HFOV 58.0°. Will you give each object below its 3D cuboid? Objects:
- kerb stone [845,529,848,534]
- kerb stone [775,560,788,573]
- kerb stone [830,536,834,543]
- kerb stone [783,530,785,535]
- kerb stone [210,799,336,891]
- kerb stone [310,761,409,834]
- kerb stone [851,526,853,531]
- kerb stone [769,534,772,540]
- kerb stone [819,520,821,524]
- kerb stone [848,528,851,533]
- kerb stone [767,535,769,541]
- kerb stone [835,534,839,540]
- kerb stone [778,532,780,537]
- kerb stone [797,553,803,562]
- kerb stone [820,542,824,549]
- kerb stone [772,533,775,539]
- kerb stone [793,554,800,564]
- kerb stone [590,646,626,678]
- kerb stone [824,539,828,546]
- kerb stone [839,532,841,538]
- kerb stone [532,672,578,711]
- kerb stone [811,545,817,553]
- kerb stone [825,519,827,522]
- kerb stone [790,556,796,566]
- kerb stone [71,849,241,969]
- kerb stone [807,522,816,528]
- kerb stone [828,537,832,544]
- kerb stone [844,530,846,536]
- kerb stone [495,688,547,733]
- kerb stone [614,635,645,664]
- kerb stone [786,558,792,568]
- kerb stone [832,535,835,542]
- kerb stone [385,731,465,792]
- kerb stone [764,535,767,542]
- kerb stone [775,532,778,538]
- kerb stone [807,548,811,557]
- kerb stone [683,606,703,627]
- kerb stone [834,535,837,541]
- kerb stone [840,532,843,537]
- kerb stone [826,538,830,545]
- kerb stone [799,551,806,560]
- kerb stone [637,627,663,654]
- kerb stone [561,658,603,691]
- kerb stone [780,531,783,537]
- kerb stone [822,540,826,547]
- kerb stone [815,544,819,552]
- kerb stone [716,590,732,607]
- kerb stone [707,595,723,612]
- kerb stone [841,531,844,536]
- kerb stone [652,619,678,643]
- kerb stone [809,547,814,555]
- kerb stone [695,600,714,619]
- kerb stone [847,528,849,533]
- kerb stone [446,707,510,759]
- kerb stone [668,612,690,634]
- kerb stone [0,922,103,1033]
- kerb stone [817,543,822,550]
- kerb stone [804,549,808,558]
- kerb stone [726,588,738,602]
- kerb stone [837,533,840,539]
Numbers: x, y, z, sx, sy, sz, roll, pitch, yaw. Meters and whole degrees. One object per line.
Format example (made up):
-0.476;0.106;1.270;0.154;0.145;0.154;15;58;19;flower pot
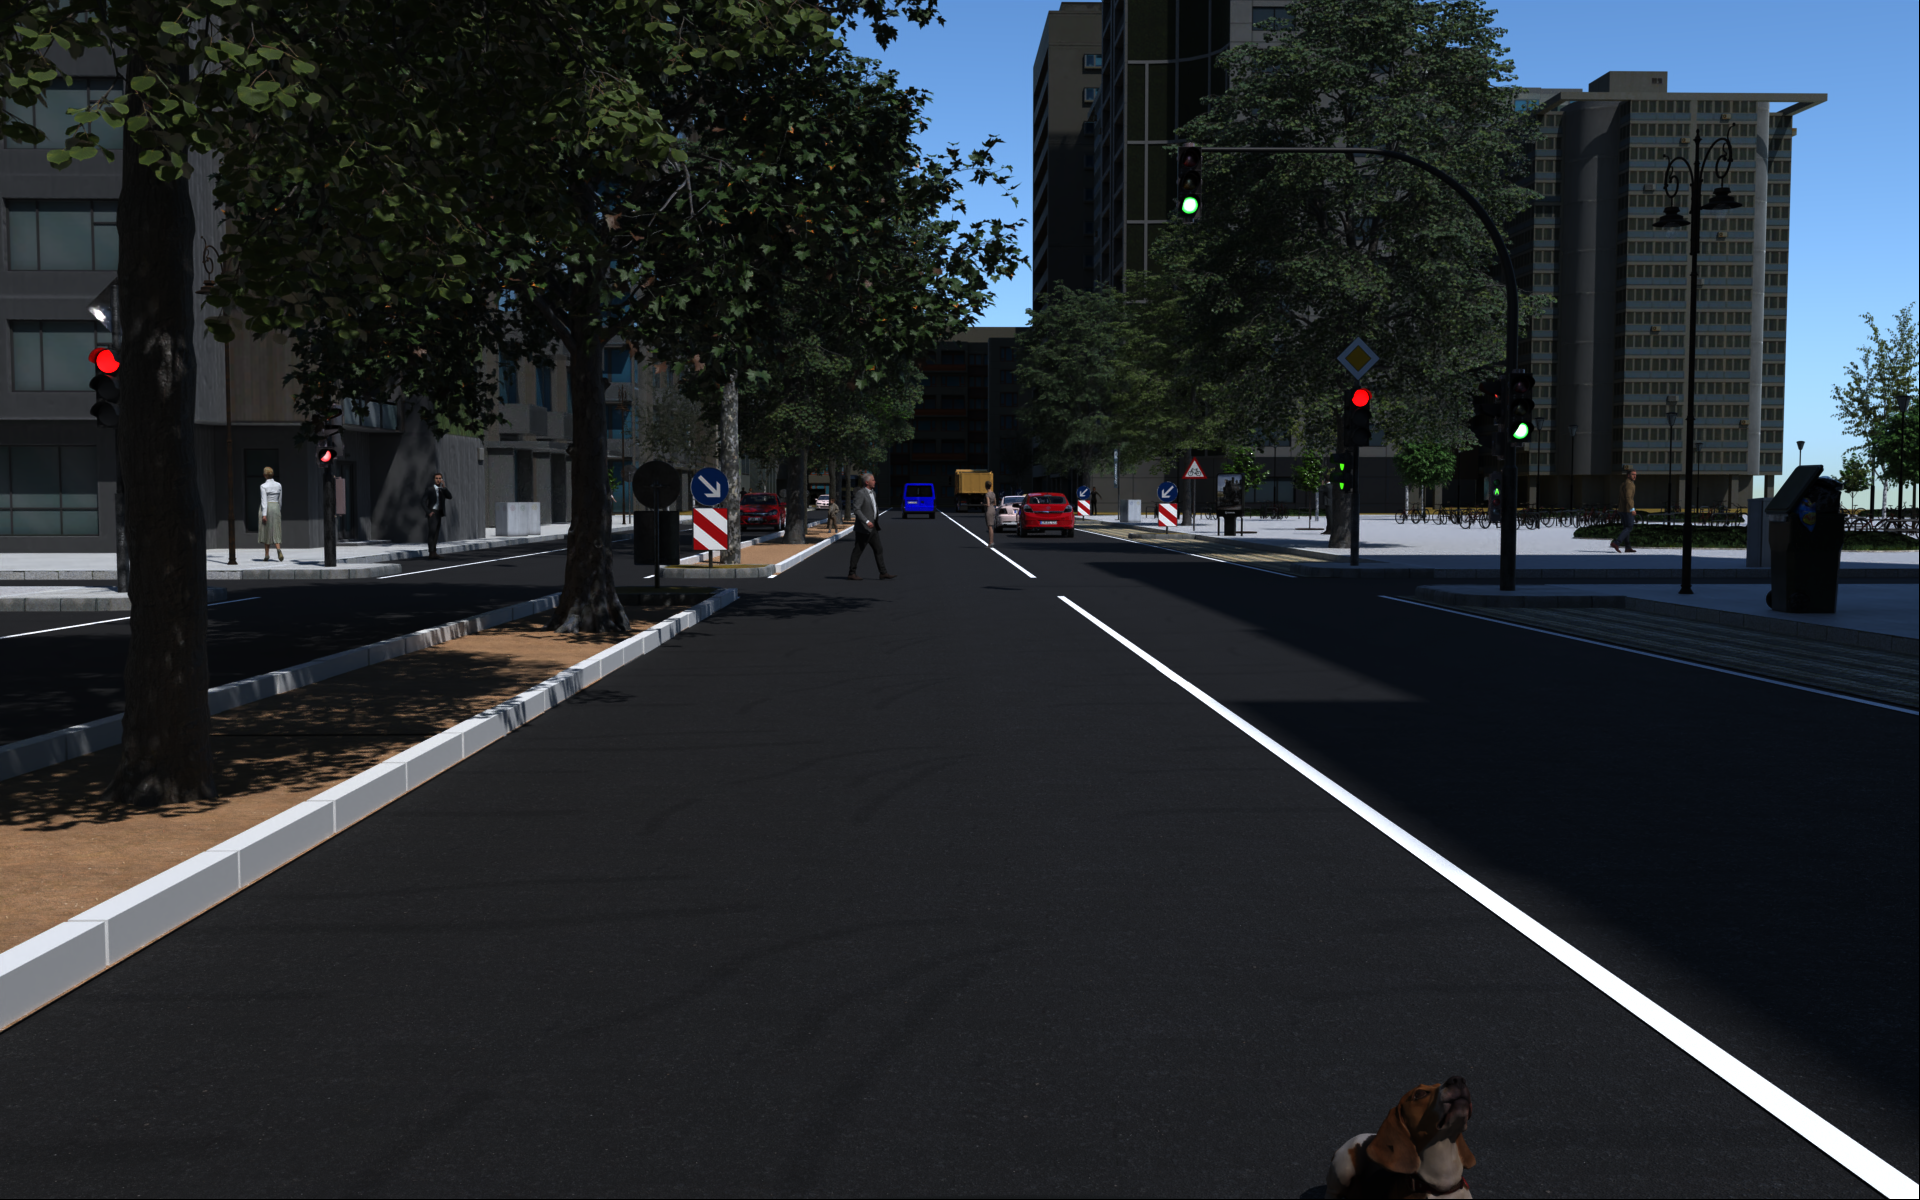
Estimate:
-4.010;-2.280;59.501;0.120;0.150;1.000;0;4;-1;kerb stone
-3.311;-0.590;31.844;0.120;0.150;1.000;0;4;-1;kerb stone
-3.749;-1.655;49.258;0.120;0.150;1.000;0;4;-1;kerb stone
-6.088;-2.214;58.453;0.120;0.150;1.000;0;4;-1;kerb stone
-2.668;0.947;6.742;0.120;0.150;1.000;0;4;-1;kerb stone
-2.692;0.884;7.767;0.120;0.150;1.000;0;4;-1;kerb stone
-4.148;-2.593;64.623;0.120;0.150;1.000;0;4;-1;kerb stone
-5.959;-1.904;53.329;0.120;0.150;1.000;0;4;-1;kerb stone
-6.642;-3.535;79.997;0.120;0.150;1.000;0;4;-1;kerb stone
-4.059;-2.404;61.547;0.120;0.150;1.000;0;4;-1;kerb stone
-5.933;-1.842;52.307;0.120;0.150;1.000;0;4;-1;kerb stone
-3.827;-1.843;52.324;0.120;0.150;1.000;0;4;-1;kerb stone
-6.040;-2.092;56.406;0.120;0.150;1.000;0;4;-1;kerb stone
-3.411;-0.840;35.934;0.120;0.150;1.000;0;4;-1;kerb stone
-3.621;-1.332;44.129;0.120;0.150;1.000;0;4;-1;kerb stone
-5.980;-1.967;54.356;0.120;0.150;1.000;0;4;-1;kerb stone
-3.380;-0.776;34.913;0.120;0.150;1.000;0;4;-1;kerb stone
-2.851;0.506;13.918;0.120;0.150;1.000;0;4;-1;kerb stone
-3.677;-1.461;46.181;0.120;0.150;1.000;0;4;-1;kerb stone
-3.888;-1.966;54.377;0.120;0.150;1.000;0;4;-1;kerb stone
-2.798;0.636;11.872;0.120;0.150;1.000;0;4;-1;kerb stone
-3.542;-1.153;41.055;0.120;0.150;1.000;0;4;-1;kerb stone
-6.769;-3.850;85.139;0.120;0.150;1.000;0;4;-1;kerb stone
-3.356;-0.715;33.890;0.120;0.150;1.000;0;4;-1;kerb stone
-2.640;1.008;5.720;0.120;0.150;1.000;0;4;-1;kerb stone
-6.523;-3.284;75.888;0.120;0.150;1.000;0;4;-1;kerb stone
-3.728;-1.593;48.236;0.120;0.150;1.000;0;4;-1;kerb stone
-3.959;-2.157;57.457;0.120;0.150;1.000;0;4;-1;kerb stone
-2.768;0.700;10.838;0.120;0.150;1.000;0;4;-1;kerb stone
-2.875;0.444;14.939;0.120;0.150;1.000;0;4;-1;kerb stone
-3.333;-0.649;32.869;0.120;0.150;1.000;0;4;-1;kerb stone
-3.782;-1.715;50.280;0.120;0.150;1.000;0;4;-1;kerb stone
-2.718;0.820;8.788;0.120;0.150;1.000;0;4;-1;kerb stone
-5.907;-1.779;51.279;0.120;0.150;1.000;0;4;-1;kerb stone
-6.015;-2.028;55.384;0.120;0.150;1.000;0;4;-1;kerb stone
-3.495;-1.022;39.002;0.120;0.150;1.000;0;4;-1;kerb stone
-2.976;0.197;19.041;0.120;0.150;1.000;0;4;-1;kerb stone
-3.811;-1.780;51.302;0.120;0.150;1.000;0;4;-1;kerb stone
-3.913;-2.030;55.413;0.120;0.150;1.000;0;4;-1;kerb stone
-3.700;-1.525;47.202;0.120;0.150;1.000;0;4;-1;kerb stone
-3.427;-0.902;36.956;0.120;0.150;1.000;0;4;-1;kerb stone
-2.892;0.381;15.964;0.120;0.150;1.000;0;4;-1;kerb stone
-2.831;0.569;12.893;0.120;0.150;1.000;0;4;-1;kerb stone
-6.063;-2.154;57.431;0.120;0.150;1.000;0;4;-1;kerb stone
-3.650;-1.404;45.158;0.120;0.150;1.000;0;4;-1;kerb stone
-3.570;-1.216;42.080;0.120;0.150;1.000;0;4;-1;kerb stone
-3.056;0.004;22.125;0.120;0.150;1.000;0;4;-1;kerb stone
-3.034;0.074;21.102;0.120;0.150;1.000;0;4;-1;kerb stone
-3.938;-2.094;56.435;0.120;0.150;1.000;0;4;-1;kerb stone
-2.925;0.318;16.993;0.120;0.150;1.000;0;4;-1;kerb stone
-3.518;-1.088;40.024;0.120;0.150;1.000;0;4;-1;kerb stone
-3.000;0.132;20.070;0.120;0.150;1.000;0;4;-1;kerb stone
-4.042;-2.341;60.525;0.120;0.150;1.000;0;4;-1;kerb stone
-2.741;0.757;9.816;0.120;0.150;1.000;0;4;-1;kerb stone
-2.957;0.256;18.015;0.120;0.150;1.000;0;4;-1;kerb stone
-2.613;1.070;4.698;0.120;0.150;1.000;0;4;-1;kerb stone
-3.593;-1.277;43.102;0.120;0.150;1.000;0;4;-1;kerb stone
-3.470;-0.962;37.979;0.120;0.150;1.000;0;4;-1;kerb stone
-3.085;-0.055;23.152;0.120;0.150;1.000;0;4;-1;kerb stone
-3.859;-1.904;53.346;0.120;0.150;1.000;0;4;-1;kerb stone
